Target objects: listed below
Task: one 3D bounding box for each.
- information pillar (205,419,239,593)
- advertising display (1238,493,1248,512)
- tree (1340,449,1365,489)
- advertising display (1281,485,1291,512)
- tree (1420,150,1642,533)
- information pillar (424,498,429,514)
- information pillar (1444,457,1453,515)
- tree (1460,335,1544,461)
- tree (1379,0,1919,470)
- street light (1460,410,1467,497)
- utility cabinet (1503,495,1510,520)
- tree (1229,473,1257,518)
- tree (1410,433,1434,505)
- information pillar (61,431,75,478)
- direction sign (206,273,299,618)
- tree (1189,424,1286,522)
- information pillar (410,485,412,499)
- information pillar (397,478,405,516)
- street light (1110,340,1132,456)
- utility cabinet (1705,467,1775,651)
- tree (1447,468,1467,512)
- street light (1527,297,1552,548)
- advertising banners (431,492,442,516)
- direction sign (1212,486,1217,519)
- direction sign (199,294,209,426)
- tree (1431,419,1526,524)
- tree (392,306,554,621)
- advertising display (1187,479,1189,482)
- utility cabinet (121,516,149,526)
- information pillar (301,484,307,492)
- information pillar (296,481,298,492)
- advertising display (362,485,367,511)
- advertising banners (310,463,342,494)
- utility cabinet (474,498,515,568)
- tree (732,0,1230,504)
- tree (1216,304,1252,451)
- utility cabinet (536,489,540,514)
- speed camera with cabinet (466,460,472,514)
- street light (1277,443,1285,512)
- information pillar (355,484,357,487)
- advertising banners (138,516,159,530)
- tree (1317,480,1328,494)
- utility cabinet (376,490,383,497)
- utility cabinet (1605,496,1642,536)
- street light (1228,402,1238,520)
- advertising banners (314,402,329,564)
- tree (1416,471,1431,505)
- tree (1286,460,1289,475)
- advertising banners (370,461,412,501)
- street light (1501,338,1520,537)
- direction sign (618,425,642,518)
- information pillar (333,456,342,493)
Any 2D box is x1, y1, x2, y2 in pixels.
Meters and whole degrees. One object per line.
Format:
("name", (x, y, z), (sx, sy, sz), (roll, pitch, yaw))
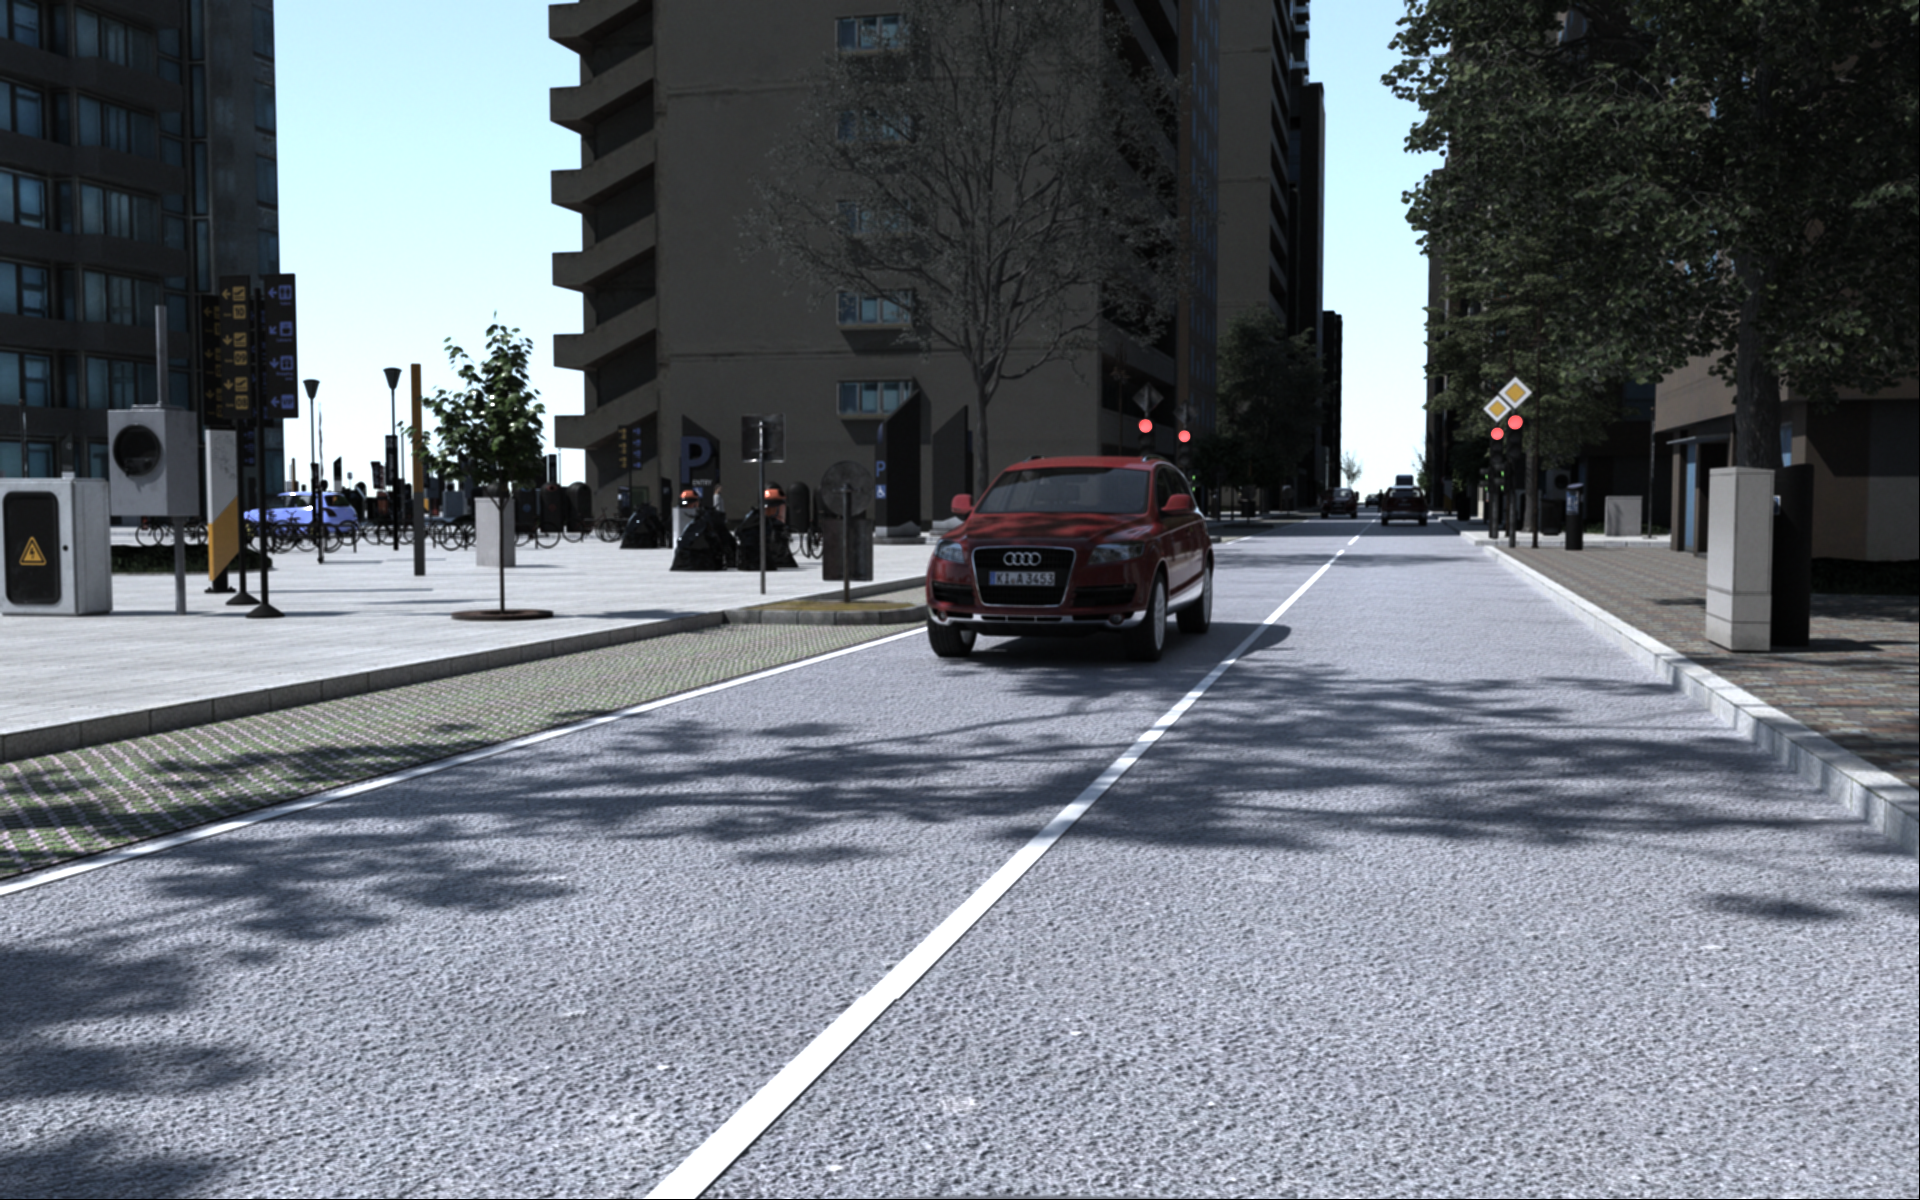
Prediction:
("information pillar", (-9.593, -1.906, 22.510), (0.183, 3.616, 0.504), (2, 4, 25))
("advertising display", (20.133, -7.183, 122.654), (0.974, 1.923, 0.123), (3, 4, 39))
("tree", (62.919, -20.103, 279.046), (4.360, 8.622, 3.978), (0, 3, 0))
("advertising display", (23.454, -7.297, 124.527), (0.974, 1.923, 0.123), (-3, 5, -41))
("tree", (19.081, -8.528, 57.568), (7.486, 12.596, 7.792), (0, 3, 0))
("information pillar", (-34.731, -7.410, 112.514), (0.504, 3.616, 0.183), (1, 4, 16))
("information pillar", (29.454, -6.913, 104.385), (0.504, 3.616, 0.183), (2, 4, 27))
("tree", (25.231, -8.004, 81.233), (4.737, 8.622, 4.395), (0, 3, 0))
("tree", (8.987, -6.873, 19.023), (9.857, 13.997, 8.962), (0, 3, 0))
("street light", (25.218, -6.969, 86.724), (0.468, 5.910, 1.993), (1, 4, 14))
("utility cabinet", (26.747, -4.480, 84.404), (0.306, 1.237, 1.020), (0, 4, 3))
("tree", (15.525, -6.138, 94.959), (1.663, 3.219, 1.824), (0, 3, 0))
("tree", (55.017, -15.430, 202.640), (4.360, 8.622, 3.978), (0, 3, 0))
("information pillar", (-33.216, -4.478, 64.568), (0.504, 3.616, 0.183), (0, 4, 4))
("direction sign", (-7.243, -1.587, 17.949), (0.876, 3.537, 0.379), (1, 4, 13))
("tree", (12.120, -5.952, 81.036), (4.285, 4.588, 4.351), (0, 3, 0))
("information pillar", (-43.281, -8.052, 136.147), (0.304, 2.012, 0.304), (1, 4, 15))
("information pillar", (-26.383, -4.723, 81.719), (0.304, 2.012, 0.304), (1, 4, 23))
("street light", (4.839, -4.854, 52.144), (0.468, 5.910, 1.993), (1, 4, 14))
("utility cabinet", (6.516, -0.354, 14.465), (0.318, 1.500, 1.173), (1, 4, 14))
("tree", (35.034, -7.858, 123.078), (1.663, 3.219, 1.824), (0, 3, 0))
("street light", (13.607, -4.160, 40.801), (0.468, 5.910, 1.993), (1, 4, 14))
("advertising banners", (-30.252, -6.340, 99.845), (2.074, 3.025, 0.090), (-3, 5, -41))
("direction sign", (13.091, -5.905, 88.546), (0.379, 3.537, 0.876), (1, 4, 22))
("direction sign", (-8.337, -1.715, 20.042), (0.379, 3.537, 0.876), (3, 4, 36))
("tree", (22.506, -5.509, 73.788), (4.285, 4.588, 4.351), (0, 3, 0))
("tree", (-4.743, -1.434, 18.049), (1.663, 3.219, 1.824), (0, 3, 0))
("advertising display", (8.613, -3.730, 66.196), (0.123, 1.923, 0.974), (1, 4, 20))
("utility cabinet", (-33.067, -3.564, 69.436), (1.020, 1.237, 0.306), (0, 4, 6))
("information pillar", (-50.065, -7.812, 132.214), (0.304, 2.012, 0.304), (0, 4, -7))
("information pillar", (-37.898, -5.762, 98.695), (0.304, 2.012, 0.304), (-2, 4, -24))
("advertising display", (-44.245, -7.521, 128.187), (0.123, 1.923, 0.974), (1, 4, 13))
("advertising banners", (-35.750, -6.228, 98.014), (0.090, 3.025, 2.074), (3, 5, 45))
("utility cabinet", (-8.206, -1.189, 30.596), (0.306, 1.237, 1.020), (-3, 5, -40))
("tree", (0.502, -7.695, 36.176), (12.009, 13.543, 11.850), (0, 3, 0))
("tree", (20.199, -12.719, 114.610), (9.857, 13.997, 8.962), (0, 3, 0))
("utility cabinet", (-18.798, -4.247, 78.114), (1.173, 1.500, 0.318), (0, 4, 7))
("speed camera with cabinet", (-28.211, -6.356, 98.258), (0.660, 3.252, 2.038), (-3, 4, -36))
("street light", (22.608, -9.120, 121.894), (0.468, 5.910, 1.993), (1, 4, 14))
("information pillar", (-42.760, -7.254, 123.099), (0.304, 2.012, 0.304), (-3, 5, -41))
("advertising banners", (-28.949, -3.991, 61.439), (0.090, 3.025, 2.074), (0, 4, -1))
("tree", (41.348, -12.563, 200.008), (1.663, 3.219, 1.824), (0, 3, 0))
("utility cabinet", (-33.311, -5.549, 99.403), (0.318, 1.500, 1.173), (-1, 4, -22))
("utility cabinet", (20.188, -2.541, 52.709), (1.020, 1.237, 0.306), (1, 4, 9))
("street light", (13.717, -6.990, 87.069), (0.468, 5.910, 1.993), (1, 4, 14))
("advertising banners", (-12.042, -2.227, 32.605), (0.090, 3.025, 2.074), (-1, 4, -18))
("tree", (57.054, -13.875, 210.571), (4.285, 4.588, 4.351), (0, 3, 0))
("tree", (18.313, -7.449, 105.497), (4.285, 4.588, 4.351), (0, 3, 0))
("advertising banners", (-30.408, -5.897, 92.601), (2.074, 3.025, 0.090), (-1, 4, -21))
("street light", (16.371, -4.821, 51.614), (0.468, 5.910, 1.993), (1, 4, 14))
("direction sign", (-10.834, -3.970, 56.903), (0.876, 3.537, 0.379), (1, 4, 21))
("information pillar", (-37.920, -6.989, 105.627), (0.504, 3.616, 0.183), (0, 4, -4))
